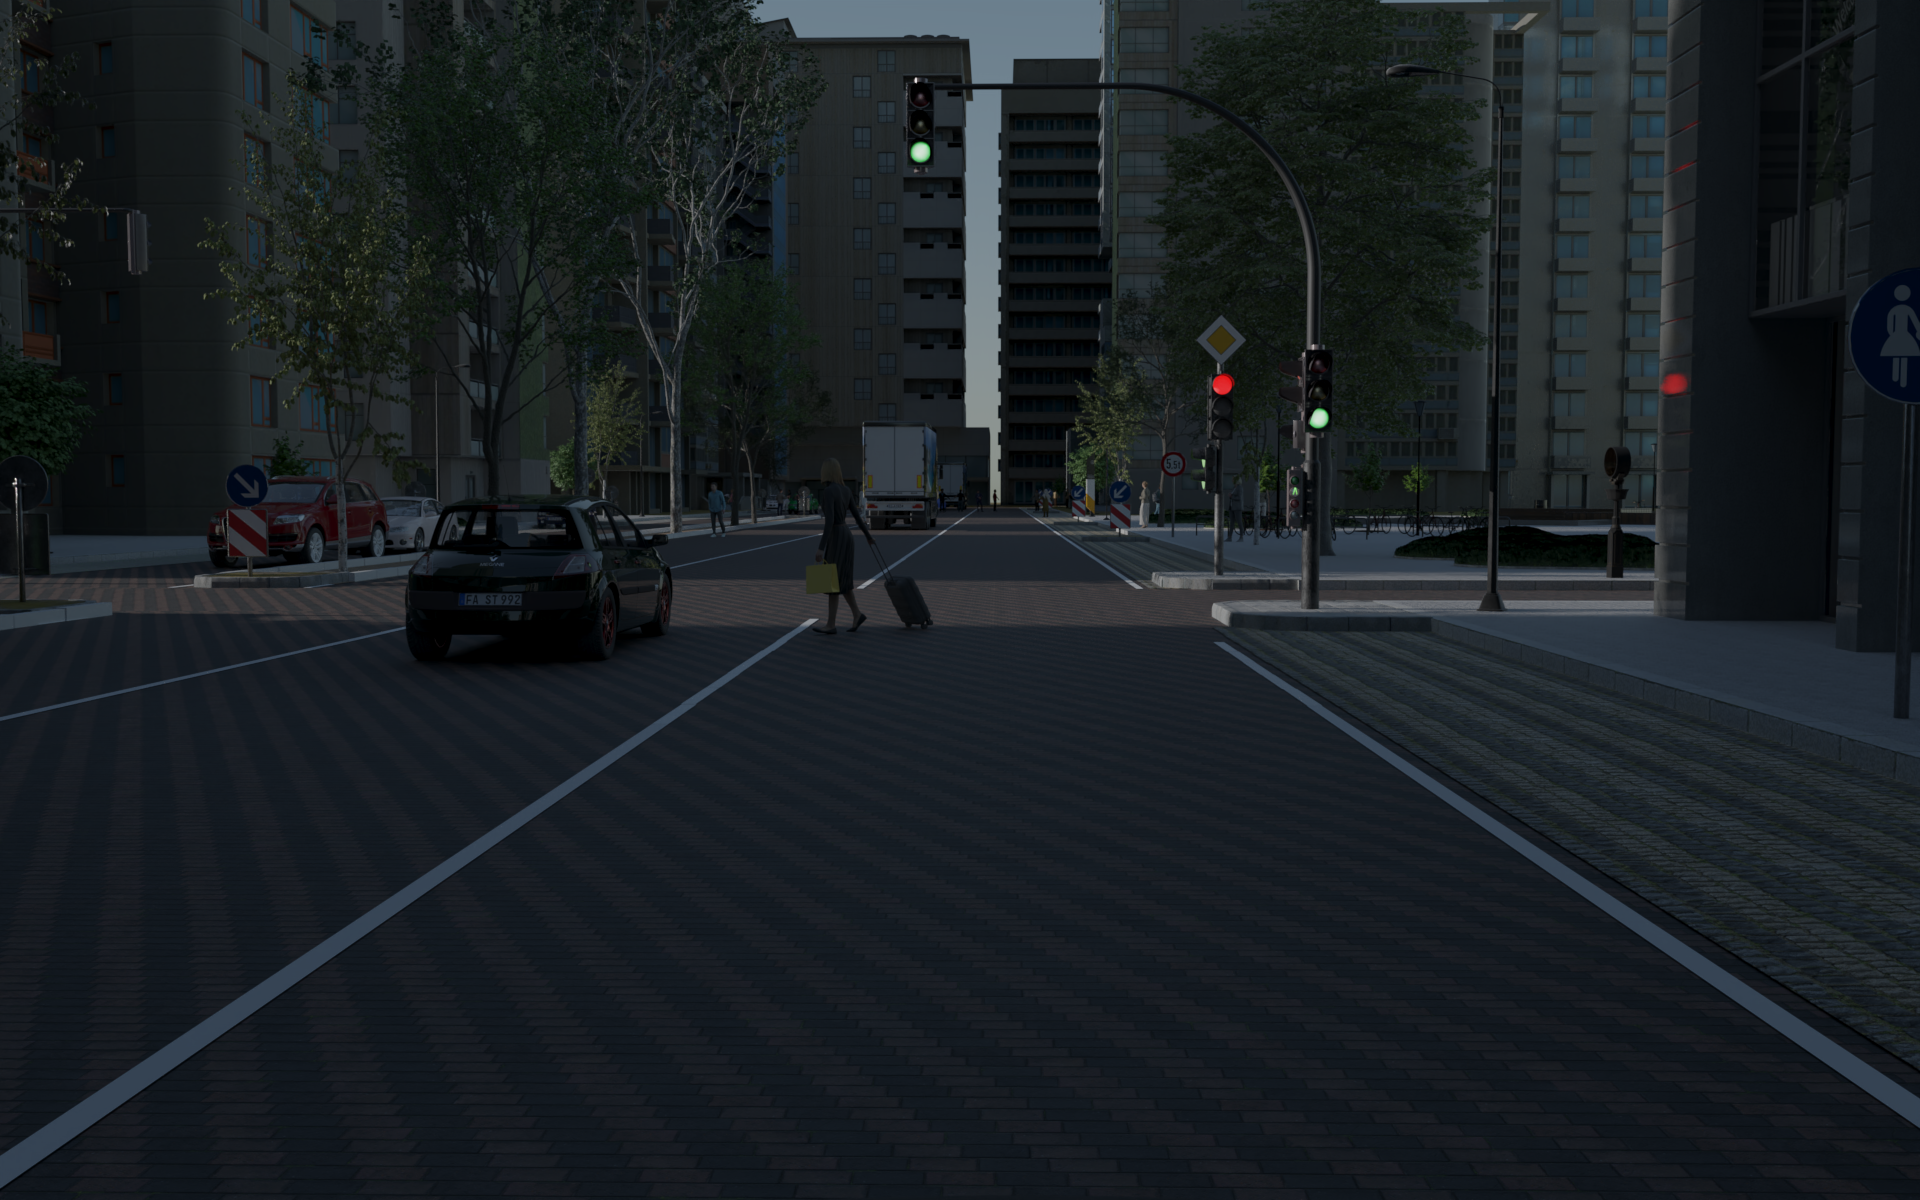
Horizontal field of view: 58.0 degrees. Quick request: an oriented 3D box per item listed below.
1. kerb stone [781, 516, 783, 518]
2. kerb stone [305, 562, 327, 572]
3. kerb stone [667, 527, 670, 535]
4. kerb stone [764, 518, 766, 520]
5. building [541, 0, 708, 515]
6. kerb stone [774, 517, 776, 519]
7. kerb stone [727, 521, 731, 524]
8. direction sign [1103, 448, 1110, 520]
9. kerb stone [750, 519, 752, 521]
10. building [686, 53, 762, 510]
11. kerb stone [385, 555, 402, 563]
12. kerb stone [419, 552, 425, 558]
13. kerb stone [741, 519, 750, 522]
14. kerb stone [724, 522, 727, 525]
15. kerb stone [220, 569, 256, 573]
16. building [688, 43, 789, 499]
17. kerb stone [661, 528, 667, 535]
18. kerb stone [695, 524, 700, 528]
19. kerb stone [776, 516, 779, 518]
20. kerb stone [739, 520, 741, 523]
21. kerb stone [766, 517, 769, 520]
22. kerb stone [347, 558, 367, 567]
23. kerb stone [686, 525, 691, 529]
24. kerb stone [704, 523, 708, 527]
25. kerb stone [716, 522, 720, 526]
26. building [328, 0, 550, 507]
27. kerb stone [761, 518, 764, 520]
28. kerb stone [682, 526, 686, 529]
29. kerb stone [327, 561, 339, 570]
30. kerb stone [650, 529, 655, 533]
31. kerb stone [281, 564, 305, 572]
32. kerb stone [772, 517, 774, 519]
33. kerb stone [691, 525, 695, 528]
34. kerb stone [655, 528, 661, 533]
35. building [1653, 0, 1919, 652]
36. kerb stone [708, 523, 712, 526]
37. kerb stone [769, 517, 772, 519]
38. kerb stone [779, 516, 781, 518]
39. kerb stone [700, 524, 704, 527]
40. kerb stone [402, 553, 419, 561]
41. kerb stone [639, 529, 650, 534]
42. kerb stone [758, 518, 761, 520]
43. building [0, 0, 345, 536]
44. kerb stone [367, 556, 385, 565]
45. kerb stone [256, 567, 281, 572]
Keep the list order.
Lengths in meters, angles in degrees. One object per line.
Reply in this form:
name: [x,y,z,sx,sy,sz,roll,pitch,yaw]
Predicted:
kerb stone: [-10.409,-4.726,99.498,0.120,0.150,1.000,0,4,1]
kerb stone: [-11.952,-0.589,31.855,0.120,0.150,1.000,0,4,1]
kerb stone: [-11.177,-2.657,65.668,0.120,0.150,1.000,0,4,1]
kerb stone: [-10.587,-4.289,92.327,0.120,0.150,1.000,0,4,1]
building: [-29.480,-28.283,117.053,22.147,44.769,28.867,0,4,1]
kerb stone: [-10.482,-4.540,96.431,0.120,0.150,1.000,0,4,1]
kerb stone: [-10.853,-3.537,80.030,0.120,0.150,1.000,0,4,1]
direction sign: [7.239,-5.712,85.388,0.379,3.537,0.876,1,4,10]
kerb stone: [-10.690,-3.976,87.201,0.120,0.150,1.000,0,4,1]
building: [-33.369,-27.637,143.752,32.217,40.220,23.993,0,4,1]
kerb stone: [-11.858,-0.834,35.944,0.120,0.150,1.000,0,4,1]
kerb stone: [-11.808,-0.967,37.998,0.120,0.150,1.000,0,4,1]
kerb stone: [-10.718,-3.913,86.179,0.120,0.150,1.000,0,4,1]
kerb stone: [-10.877,-3.475,79.004,0.120,0.150,1.000,0,4,1]
kerb stone: [-12.024,-0.403,28.785,0.120,0.150,1.000,0,4,1]
building: [-24.836,-31.831,170.547,14.200,45.320,14.600,0,4,1]
kerb stone: [-11.197,-2.596,64.646,0.120,0.150,1.000,0,4,1]
kerb stone: [-11.043,-3.035,71.811,0.120,0.150,1.000,0,4,1]
kerb stone: [-10.460,-4.601,97.453,0.120,0.150,1.000,0,4,1]
kerb stone: [-10.785,-3.726,83.113,0.120,0.150,1.000,0,4,1]
kerb stone: [-10.559,-4.350,93.358,0.120,0.150,1.000,0,4,1]
kerb stone: [-11.904,-0.716,33.900,0.120,0.150,1.000,0,4,1]
kerb stone: [-11.083,-2.909,69.762,0.120,0.150,1.000,0,4,1]
kerb stone: [-11.001,-3.161,73.872,0.120,0.150,1.000,0,4,1]
kerb stone: [-10.924,-3.348,76.938,0.120,0.150,1.000,0,4,1]
building: [-26.938,-23.984,75.736,14.154,41.232,14.086,0,4,1]
kerb stone: [-10.600,-4.225,91.296,0.120,0.150,1.000,0,4,1]
kerb stone: [-11.108,-2.846,68.734,0.120,0.150,1.000,0,4,1]
kerb stone: [-11.932,-0.653,32.878,0.120,0.150,1.000,0,4,1]
kerb stone: [-11.258,-2.468,62.600,0.120,0.150,1.000,0,4,1]
kerb stone: [-11.966,-0.528,30.833,0.120,0.150,1.000,0,4,1]
kerb stone: [-10.510,-4.478,95.408,0.120,0.150,1.000,0,4,1]
kerb stone: [-11.071,-2.972,70.789,0.120,0.150,1.000,0,4,1]
kerb stone: [-11.230,-2.534,63.621,0.120,0.150,1.000,0,4,1]
building: [12.410,-13.772,2.670,11.434,29.767,29.804,0,4,1]
kerb stone: [-10.971,-3.223,74.894,0.120,0.150,1.000,0,4,1]
kerb stone: [-10.533,-4.415,94.380,0.120,0.150,1.000,0,4,1]
kerb stone: [-10.446,-4.658,98.476,0.120,0.150,1.000,0,4,1]
kerb stone: [-11.023,-3.097,72.836,0.120,0.150,1.000,0,4,1]
kerb stone: [-11.829,-0.897,36.975,0.120,0.150,1.000,0,4,1]
kerb stone: [-11.273,-2.408,61.572,0.120,0.150,1.000,0,4,1]
kerb stone: [-10.624,-4.164,90.274,0.120,0.150,1.000,0,4,1]
building: [-36.046,-12.358,47.099,27.650,21.520,28.899,0,4,1]
kerb stone: [-11.875,-0.778,34.922,0.120,0.150,1.000,0,4,1]
kerb stone: [-11.999,-0.459,29.812,0.120,0.150,1.000,0,4,1]
